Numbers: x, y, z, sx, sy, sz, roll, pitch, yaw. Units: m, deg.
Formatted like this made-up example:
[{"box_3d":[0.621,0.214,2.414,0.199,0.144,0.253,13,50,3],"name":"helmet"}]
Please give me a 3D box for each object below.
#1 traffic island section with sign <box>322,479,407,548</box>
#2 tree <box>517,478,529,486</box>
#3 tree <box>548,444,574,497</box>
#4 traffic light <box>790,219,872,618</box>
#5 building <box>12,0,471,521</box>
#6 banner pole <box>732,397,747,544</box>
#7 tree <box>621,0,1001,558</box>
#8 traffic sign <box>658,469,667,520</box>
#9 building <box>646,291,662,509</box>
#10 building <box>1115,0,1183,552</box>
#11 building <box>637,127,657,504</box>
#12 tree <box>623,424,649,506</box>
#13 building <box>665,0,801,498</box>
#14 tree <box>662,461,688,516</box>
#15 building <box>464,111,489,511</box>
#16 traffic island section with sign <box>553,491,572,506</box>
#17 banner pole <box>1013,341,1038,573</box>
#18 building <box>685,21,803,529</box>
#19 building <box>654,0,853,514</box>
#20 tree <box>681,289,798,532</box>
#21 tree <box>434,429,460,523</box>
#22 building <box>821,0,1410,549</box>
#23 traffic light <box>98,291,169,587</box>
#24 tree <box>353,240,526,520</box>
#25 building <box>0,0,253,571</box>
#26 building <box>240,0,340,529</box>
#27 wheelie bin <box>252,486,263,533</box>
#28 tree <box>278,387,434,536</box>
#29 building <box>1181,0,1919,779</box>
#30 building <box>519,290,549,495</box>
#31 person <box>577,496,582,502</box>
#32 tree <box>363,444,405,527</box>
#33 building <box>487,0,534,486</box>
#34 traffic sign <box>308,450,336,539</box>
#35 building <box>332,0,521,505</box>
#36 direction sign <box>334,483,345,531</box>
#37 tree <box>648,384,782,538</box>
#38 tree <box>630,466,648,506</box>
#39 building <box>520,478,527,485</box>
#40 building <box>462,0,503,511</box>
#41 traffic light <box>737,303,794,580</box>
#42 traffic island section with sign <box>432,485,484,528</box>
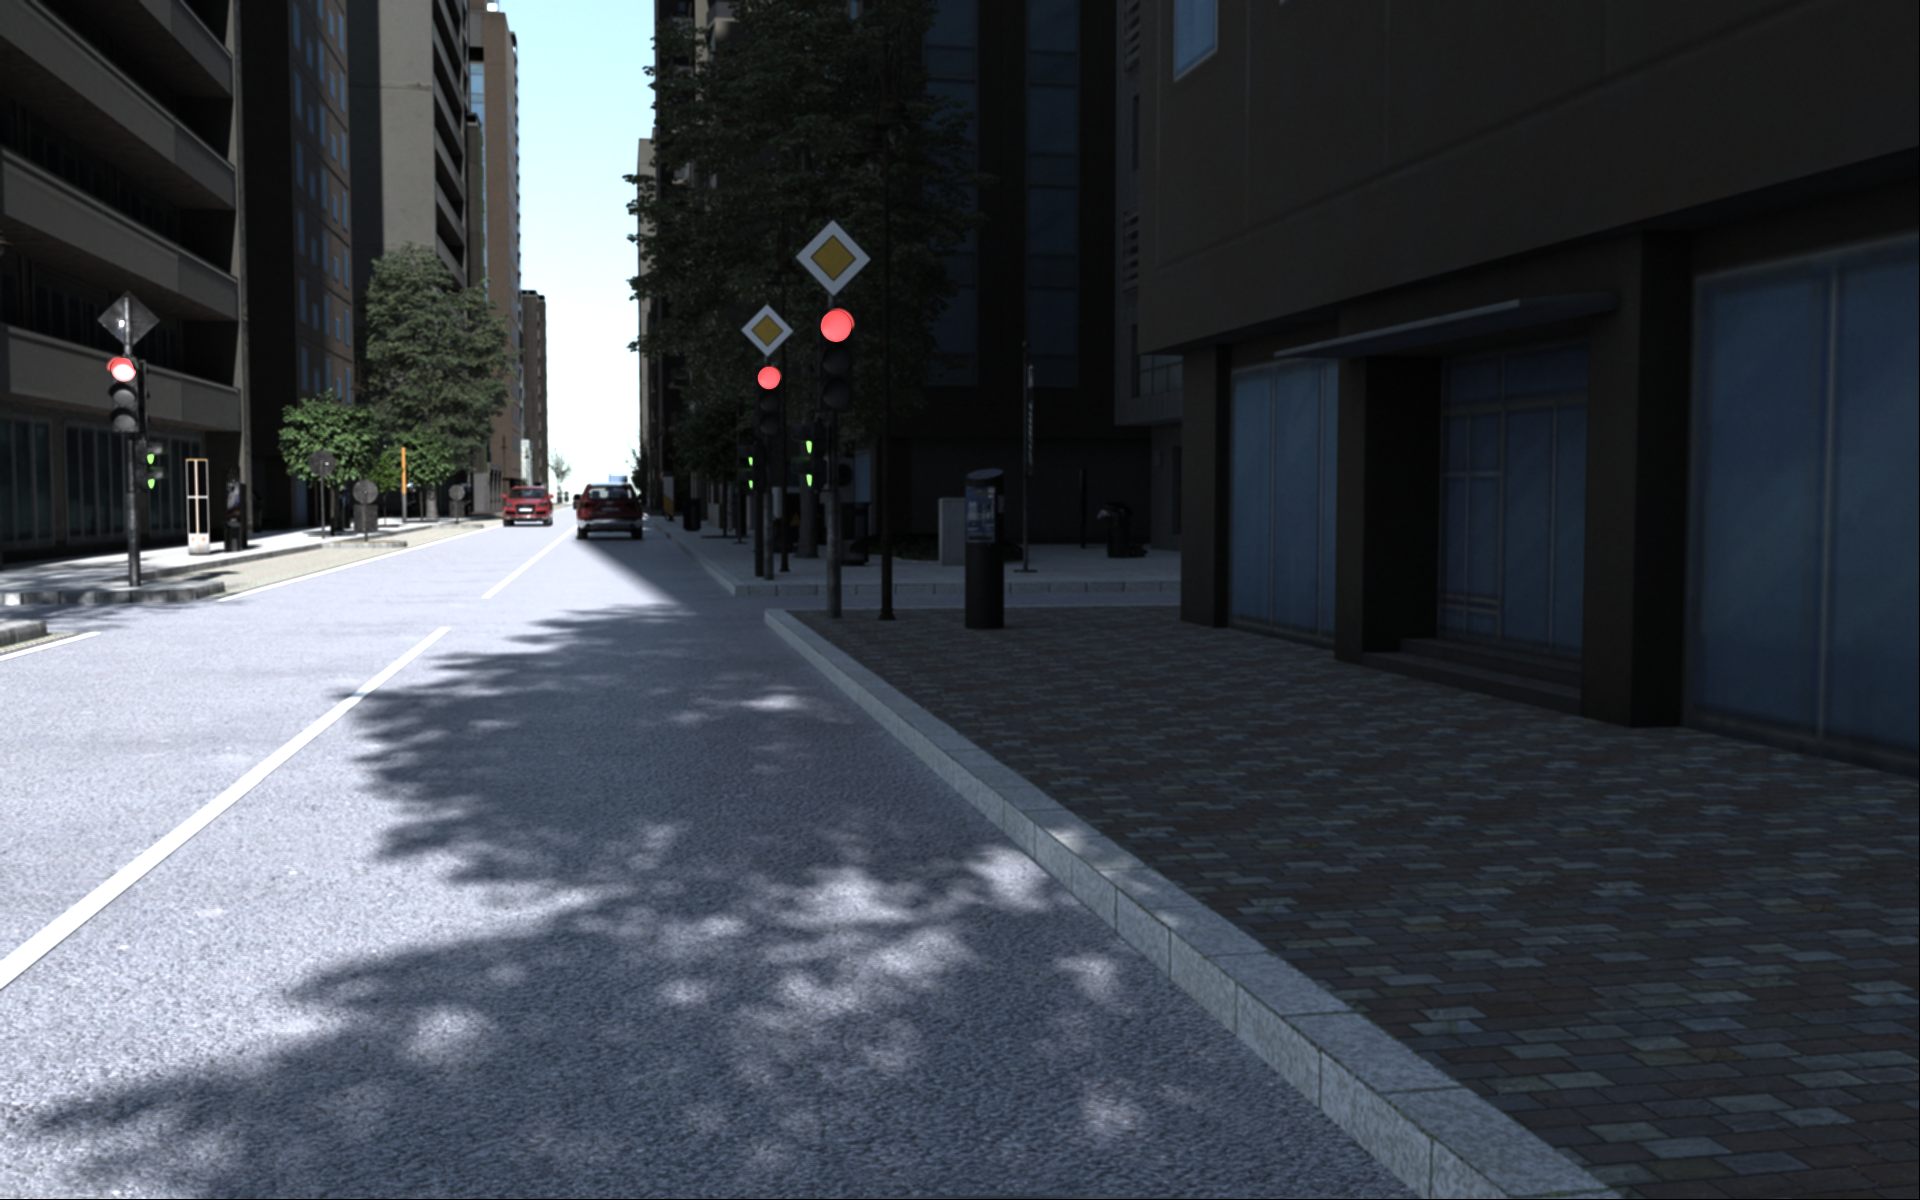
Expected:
[{"box_3d":[-15.920,-2.311,46.409,1.989,1.847,2.006,-1,4,-11],"name":"traffic island section with sign"},{"box_3d":[-44.104,-10.923,173.199,1.663,3.219,1.824,0,3,0],"name":"tree"},{"box_3d":[-58.673,-18.560,253.812,4.360,8.622,3.978,0,3,0],"name":"tree"},{"box_3d":[-1.323,-1.770,17.855,0.839,4.253,0.868,-1,4,-11],"name":"traffic light"},{"box_3d":[-41.976,-29.441,105.067,21.300,48.544,21.600,-1,4,-11],"name":"building"},{"box_3d":[-5.750,-3.360,44.955,0.401,3.779,0.863,-1,4,-12],"name":"banner pole"},{"box_3d":[-3.097,-7.147,34.976,7.486,12.596,7.792,0,3,0],"name":"tree"},{"box_3d":[-14.498,-5.213,85.338,0.768,2.556,0.104,-1,4,-10],"name":"traffic sign"},{"box_3d":[-14.966,-19.385,161.986,27.650,21.520,28.899,-1,4,-11],"name":"building"},{"box_3d":[11.662,-21.425,33.900,14.086,41.232,14.154,-1,4,-11],"name":"building"},{"box_3d":[-31.100,-36.870,226.531,21.300,48.544,21.600,-1,4,-11],"name":"building"},{"box_3d":[-32.960,-14.132,181.415,4.360,8.622,3.978,0,3,0],"name":"tree"},{"box_3d":[-8.561,-28.319,117.635,22.147,44.769,28.867,-1,4,-11],"name":"building"},{"box_3d":[-16.731,-6.508,101.008,1.663,3.219,1.824,0,3,0],"name":"tree"},{"box_3d":[-41.837,-21.572,124.396,14.160,30.474,14.107,-1,4,-11],"name":"building"},{"box_3d":[-46.878,-11.905,203.272,1.989,1.847,2.006,-1,4,-11],"name":"traffic island section with sign"},{"box_3d":[1.112,-2.331,28.130,0.401,3.779,0.863,-1,4,-9],"name":"banner pole"},{"box_3d":[1.847,-14.394,80.388,27.650,21.520,28.899,-1,4,-11],"name":"building"},{"box_3d":[-17.038,-29.845,138.079,14.600,45.320,14.200,-1,4,-11],"name":"building"},{"box_3d":[-7.666,-6.644,58.997,4.737,8.622,4.395,0,3,0],"name":"tree"},{"box_3d":[-24.293,-5.764,77.962,4.285,4.588,4.351,0,3,0],"name":"tree"},{"box_3d":[3.038,-24.448,49.835,14.600,45.320,14.200,-1,4,-11],"name":"building"},{"box_3d":[-11.462,-2.145,23.984,0.839,4.253,0.868,-1,4,-11],"name":"traffic light"},{"box_3d":[-26.630,-11.029,86.973,9.857,13.997,8.962,0,3,0],"name":"tree"},{"box_3d":[-28.242,-25.140,34.744,21.300,48.544,21.600,-1,4,-11],"name":"building"},{"box_3d":[-32.276,-25.533,67.574,14.600,45.320,14.200,-1,4,-11],"name":"building"},{"box_3d":[-23.577,-3.035,57.530,0.693,1.594,0.980,-2,4,-35],"name":"wheelie bin"},{"box_3d":[-19.370,-4.251,53.215,4.285,4.588,4.351,0,3,0],"name":"tree"},{"box_3d":[9.956,-22.065,10.866,14.600,45.320,14.200,-1,4,-11],"name":"building"},{"box_3d":[-64.713,-28.662,240.323,14.160,30.474,14.107,-1,4,-11],"name":"building"},{"box_3d":[-23.823,-6.248,110.660,1.348,1.822,0.705,-1,4,-10],"name":"person"},{"box_3d":[-22.263,-4.444,67.254,1.663,3.219,1.824,0,3,0],"name":"tree"},{"box_3d":[-64.880,-55.227,215.636,22.319,86.520,31.000,-1,4,-11],"name":"building"},{"box_3d":[-18.290,-3.032,49.681,0.768,2.556,0.104,0,4,-6],"name":"traffic sign"},{"box_3d":[-47.866,-31.075,158.181,14.600,45.320,14.200,-1,4,-11],"name":"building"},{"box_3d":[-21.708,-4.185,60.417,0.379,3.537,0.876,0,4,-3],"name":"direction sign"},{"box_3d":[-6.872,-4.123,51.117,4.285,4.588,4.351,0,3,0],"name":"tree"},{"box_3d":[-34.477,-12.584,189.463,4.285,4.588,4.351,0,3,0],"name":"tree"},{"box_3d":[-64.421,-30.415,189.167,32.217,40.220,23.993,-1,4,-11],"name":"building"},{"box_3d":[-48.254,-42.893,139.551,20.563,71.187,20.611,-1,4,-11],"name":"building"},{"box_3d":[-2.869,-2.249,25.689,0.839,4.253,0.868,-1,4,-11],"name":"traffic light"},{"box_3d":[-21.159,-3.938,73.007,1.989,1.847,2.006,-1,4,-11],"name":"traffic island section with sign"}]
